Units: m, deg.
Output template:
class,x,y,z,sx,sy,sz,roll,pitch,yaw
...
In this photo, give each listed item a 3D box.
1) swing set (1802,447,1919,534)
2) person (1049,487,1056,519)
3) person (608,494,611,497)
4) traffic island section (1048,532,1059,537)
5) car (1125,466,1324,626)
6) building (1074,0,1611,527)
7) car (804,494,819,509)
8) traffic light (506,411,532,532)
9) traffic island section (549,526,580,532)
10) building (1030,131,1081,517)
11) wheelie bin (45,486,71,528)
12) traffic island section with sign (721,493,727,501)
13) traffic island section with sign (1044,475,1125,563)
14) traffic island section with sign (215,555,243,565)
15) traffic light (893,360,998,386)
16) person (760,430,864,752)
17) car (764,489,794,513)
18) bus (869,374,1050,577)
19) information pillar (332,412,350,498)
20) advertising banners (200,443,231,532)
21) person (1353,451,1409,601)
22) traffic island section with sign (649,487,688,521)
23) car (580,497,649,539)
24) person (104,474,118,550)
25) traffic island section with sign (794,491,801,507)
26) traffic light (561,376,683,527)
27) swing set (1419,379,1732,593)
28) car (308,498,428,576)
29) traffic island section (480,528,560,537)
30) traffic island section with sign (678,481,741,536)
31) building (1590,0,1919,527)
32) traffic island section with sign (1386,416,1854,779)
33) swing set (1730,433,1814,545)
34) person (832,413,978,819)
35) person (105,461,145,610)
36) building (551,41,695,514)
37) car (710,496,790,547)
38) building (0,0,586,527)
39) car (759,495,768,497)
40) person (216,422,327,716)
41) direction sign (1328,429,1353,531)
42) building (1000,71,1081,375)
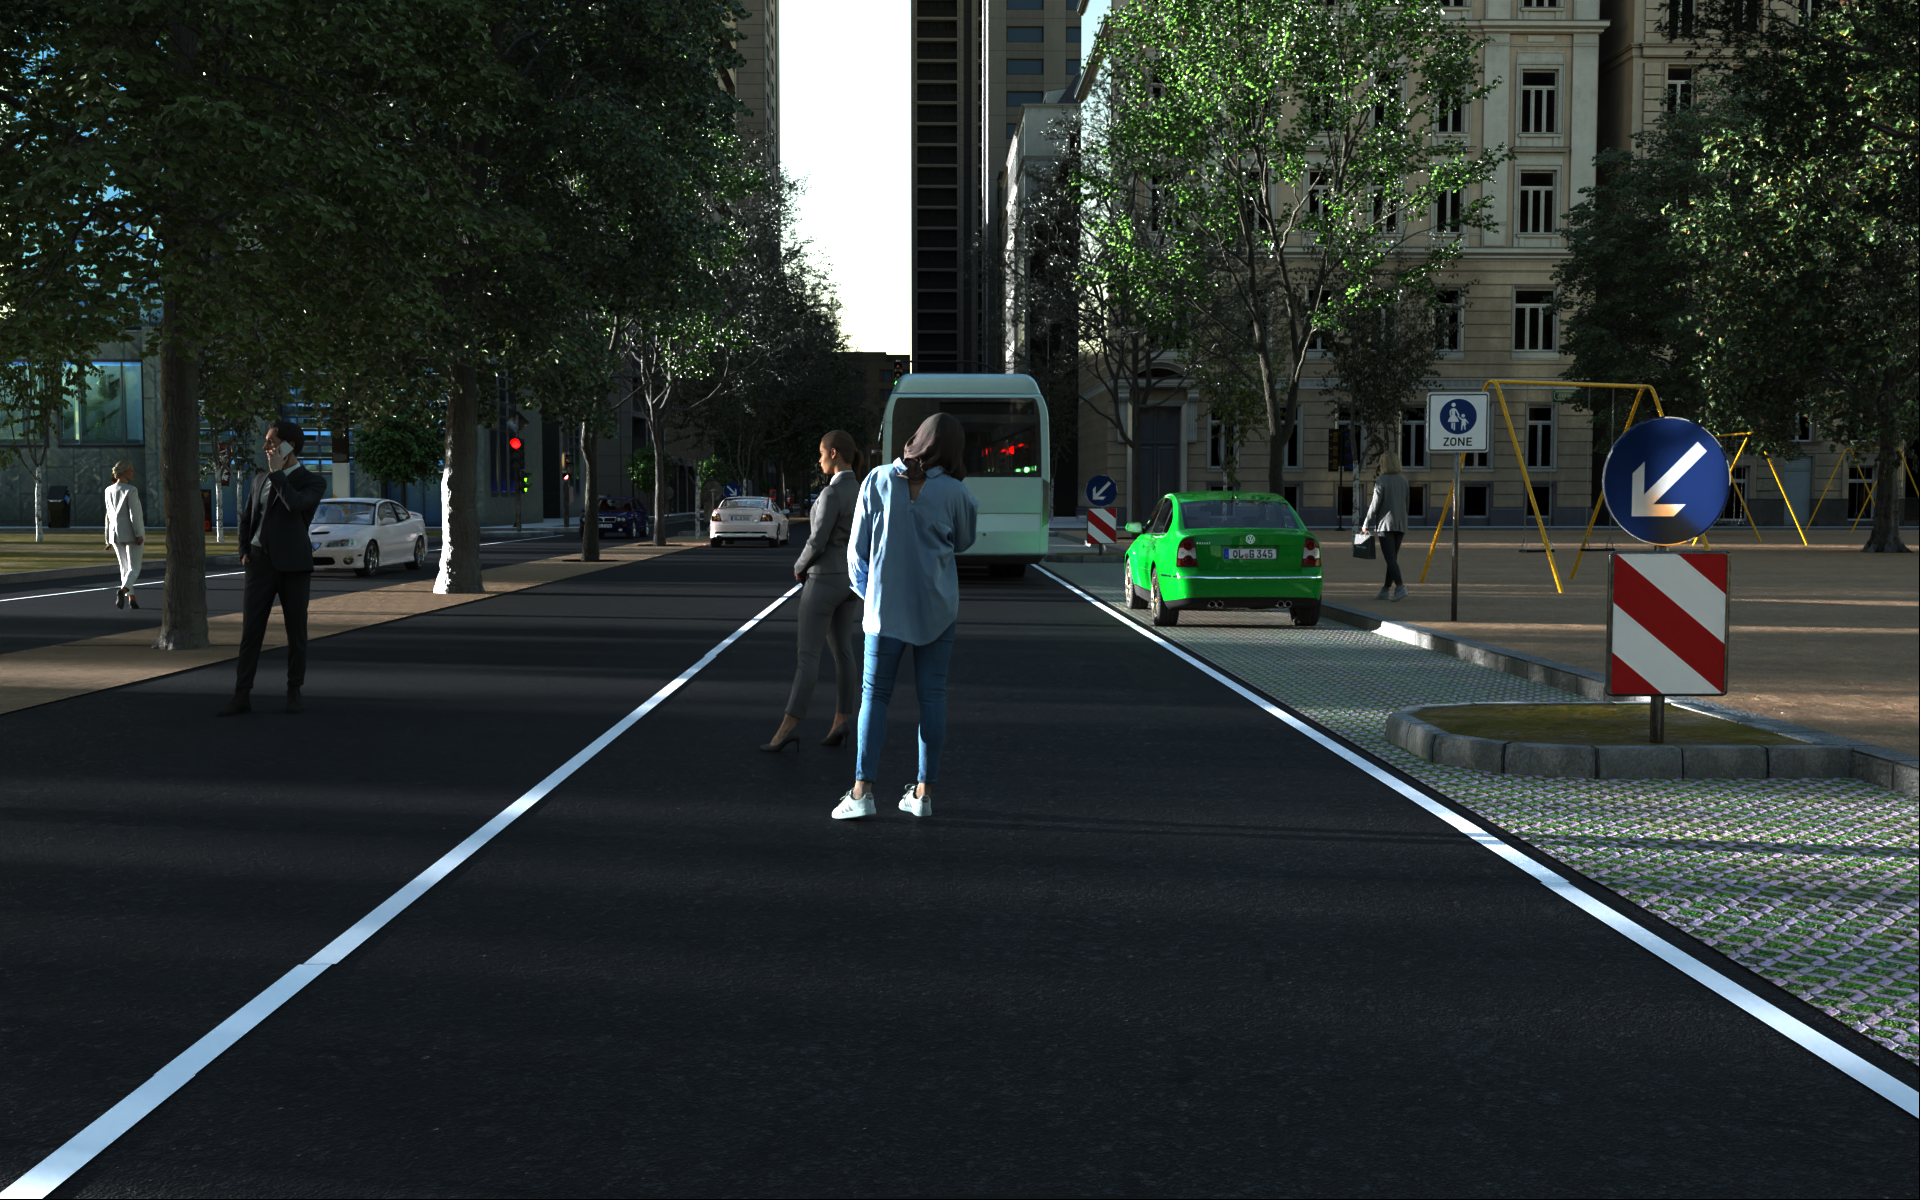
class,x,y,z,sx,sy,sz,roll,pitch,yaw
swing set,30.500,-3.688,57.915,2.862,2.851,3.119,0,4,-2
person,4.577,-5.192,90.903,0.822,1.834,0.622,3,4,36
person,-18.147,-4.864,89.820,0.306,1.304,0.590,-2,4,-33
traffic island section,2.252,-2.258,59.196,2.009,0.180,2.903,0,4,-1
car,2.968,-0.691,20.101,1.959,1.807,4.718,0,4,-1
building,15.300,-17.616,73.919,20.117,28.700,13.634,0,4,-1
car,-14.228,-9.491,167.178,2.014,1.417,4.499,0,4,-1
traffic light,-14.944,-4.264,58.643,0.839,4.253,0.868,0,4,-1
traffic island section,-15.181,-2.720,66.760,2.009,0.180,2.903,0,4,-1
building,10.899,-16.833,104.900,12.332,23.373,15.834,0,4,-1
wheelie bin,-34.051,-3.518,65.431,0.980,1.594,0.693,0,4,-2
traffic island section with sign,-16.153,-6.767,119.266,1.989,1.847,2.006,0,4,-1
traffic island section with sign,2.812,-1.719,36.729,1.989,1.847,2.006,0,4,-1
traffic island section with sign,-14.092,-1.671,35.950,1.989,1.847,2.006,0,4,-1
traffic light,0.123,-5.151,58.888,4.771,5.953,1.251,0,4,-1
person,-0.822,-0.061,9.776,0.573,1.790,0.520,0,4,4
car,-13.776,-7.555,132.203,2.281,1.827,5.304,0,4,-3
bus,-0.259,-2.339,33.097,2.948,3.499,13.247,0,4,-3
information pillar,-16.418,-3.341,45.979,0.504,3.616,0.183,1,4,15
advertising banners,-25.736,-3.834,58.868,2.074,3.025,0.090,0,4,0
person,5.114,-0.891,20.799,0.709,1.800,0.728,-1,4,-23
traffic island section with sign,-15.476,-5.083,91.740,1.989,1.847,2.006,0,4,-1
car,-11.291,-2.694,56.630,1.945,1.354,3.894,0,4,-1
person,-19.464,-2.038,39.915,0.519,1.759,0.362,-3,5,-39
traffic island section with sign,-18.057,-11.471,196.184,1.989,1.847,2.006,0,4,-1
traffic light,-13.052,-5.630,66.712,4.771,5.953,1.251,0,4,-1
swing set,8.419,-1.626,24.208,3.119,2.851,2.862,-2,4,-24
car,-11.174,-1.179,31.637,2.083,1.381,4.827,0,4,-1
traffic island section,-14.984,-2.232,58.777,2.009,0.180,2.903,0,4,-1
traffic island section with sign,-8.511,-3.121,59.170,2.006,1.907,1.989,0,4,-1
building,38.021,-16.881,73.269,25.104,27.353,12.463,0,4,-1
traffic island section with sign,3.478,-0.060,9.608,1.989,1.847,2.006,0,4,-1
swing set,19.930,-2.895,44.953,2.862,2.851,3.119,0,4,3
person,-0.242,0.065,7.695,0.793,1.790,0.793,-3,4,-36
person,-10.282,-0.790,21.298,0.514,1.842,0.818,0,4,-1
building,-28.953,-41.529,117.253,20.563,71.187,20.611,0,4,-1
car,-5.802,-2.179,47.989,2.083,1.381,4.827,0,4,0
building,-30.005,-46.927,79.923,22.319,86.520,31.000,0,4,-1
car,-17.063,-8.395,149.834,1.945,1.354,3.894,0,4,-2
person,-4.477,-0.211,11.308,0.648,1.900,0.474,0,4,5
direction sign,13.249,-4.173,60.223,0.876,3.537,0.379,1,4,19
building,9.208,-21.404,127.447,11.434,29.767,29.804,0,4,-1
